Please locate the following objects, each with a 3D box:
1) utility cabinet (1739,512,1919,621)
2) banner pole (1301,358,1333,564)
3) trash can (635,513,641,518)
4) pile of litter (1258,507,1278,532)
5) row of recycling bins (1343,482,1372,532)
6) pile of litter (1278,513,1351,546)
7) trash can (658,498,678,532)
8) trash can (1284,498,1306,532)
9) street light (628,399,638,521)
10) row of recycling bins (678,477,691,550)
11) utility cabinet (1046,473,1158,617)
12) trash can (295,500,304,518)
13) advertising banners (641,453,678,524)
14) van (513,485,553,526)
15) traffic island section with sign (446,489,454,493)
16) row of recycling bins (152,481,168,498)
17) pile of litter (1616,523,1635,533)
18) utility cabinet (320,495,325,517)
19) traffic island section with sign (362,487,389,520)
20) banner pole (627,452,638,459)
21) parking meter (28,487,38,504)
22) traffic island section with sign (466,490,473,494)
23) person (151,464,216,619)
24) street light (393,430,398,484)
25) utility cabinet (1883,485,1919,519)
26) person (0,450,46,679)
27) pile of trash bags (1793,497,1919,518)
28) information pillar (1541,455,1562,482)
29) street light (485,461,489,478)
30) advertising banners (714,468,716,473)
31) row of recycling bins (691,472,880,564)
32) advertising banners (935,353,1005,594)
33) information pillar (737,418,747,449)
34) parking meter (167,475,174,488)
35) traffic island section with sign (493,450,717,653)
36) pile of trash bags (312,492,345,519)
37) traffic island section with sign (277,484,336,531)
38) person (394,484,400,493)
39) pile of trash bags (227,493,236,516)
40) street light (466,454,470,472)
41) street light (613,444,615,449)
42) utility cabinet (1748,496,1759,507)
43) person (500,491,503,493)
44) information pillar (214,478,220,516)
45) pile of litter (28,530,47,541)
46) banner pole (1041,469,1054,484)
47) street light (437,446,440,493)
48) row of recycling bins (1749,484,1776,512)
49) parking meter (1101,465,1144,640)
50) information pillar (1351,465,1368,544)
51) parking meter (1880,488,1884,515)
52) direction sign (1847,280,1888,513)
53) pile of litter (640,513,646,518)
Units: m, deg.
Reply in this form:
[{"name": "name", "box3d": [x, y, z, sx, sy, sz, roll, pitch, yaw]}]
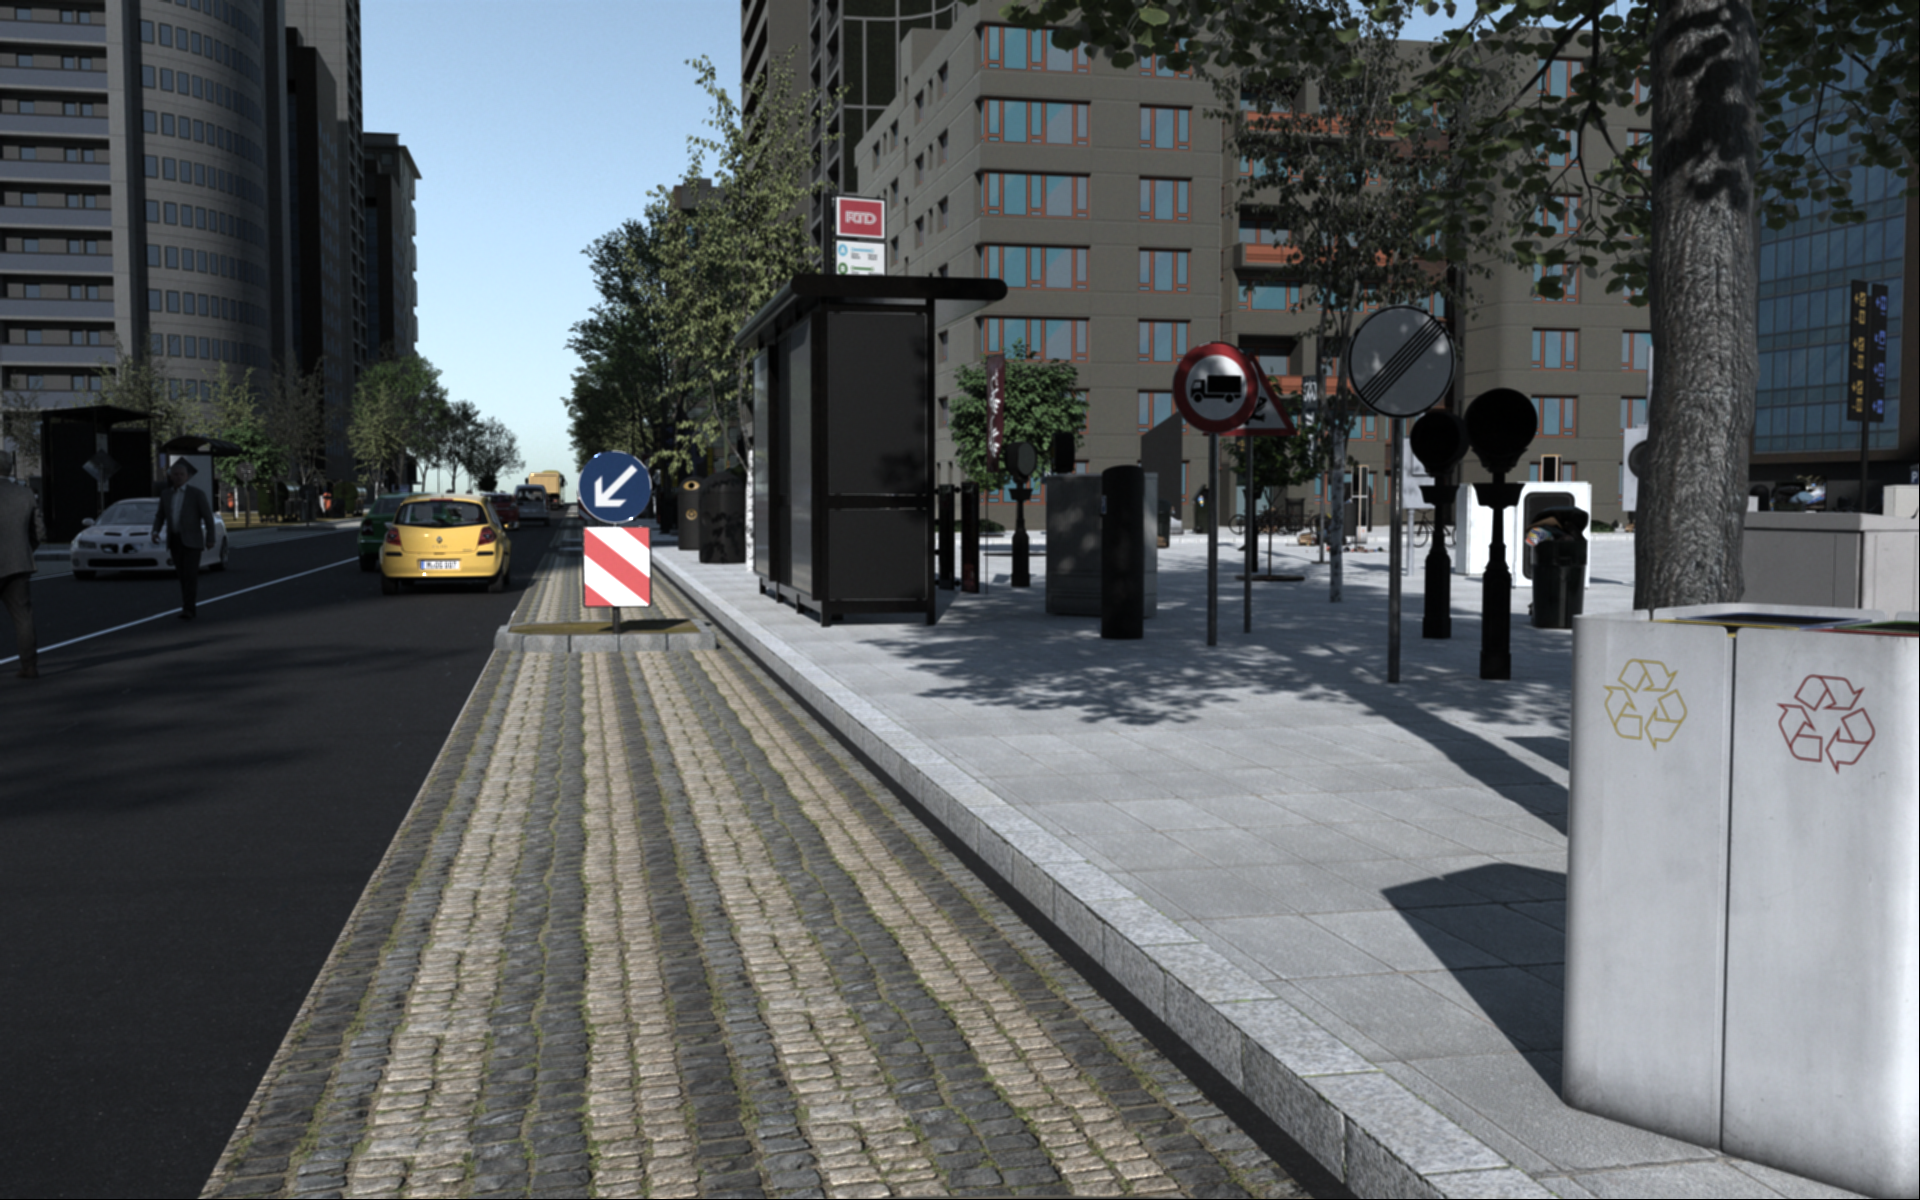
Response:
[{"name": "utility cabinet", "box3d": [3.034, 0.294, 6.361, 0.306, 1.237, 1.020, -1, 4, -15]}, {"name": "banner pole", "box3d": [6.580, -2.575, 32.115, 0.401, 3.779, 0.863, -2, 4, -28]}, {"name": "trash can", "box3d": [-17.191, -4.894, 91.664, 0.748, 1.137, 0.748, 0, 3, 0]}, {"name": "pile of litter", "box3d": [10.285, -2.726, 58.529, 1.176, 0.858, 1.719, 0, 4, 1]}, {"name": "row of recycling bins", "box3d": [13.594, -3.247, 60.197, 1.069, 1.692, 3.534, 0, 4, 4]}, {"name": "pile of litter", "box3d": [8.942, -1.791, 43.242, 1.719, 0.858, 1.176, 0, 4, 4]}, {"name": "trash can", "box3d": [-9.724, -2.828, 57.886, 0.748, 1.137, 0.748, 0, 3, 0]}, {"name": "trash can", "box3d": [11.454, -2.912, 59.263, 0.748, 1.137, 0.748, 0, 3, 0]}, {"name": "street light", "box3d": [-15.671, -6.751, 83.168, 0.468, 5.910, 1.993, -1, 4, -12]}, {"name": "row of recycling bins", "box3d": [-4.948, -1.957, 39.111, 3.534, 1.692, 1.069, 2, 4, 33]}, {"name": "utility cabinet", "box3d": [1.472, -0.579, 18.140, 1.173, 1.500, 0.318, 2, 4, 34]}, {"name": "trash can", "box3d": [-35.859, -5.052, 94.253, 0.748, 1.137, 0.748, 0, 3, 0]}, {"name": "advertising banners", "box3d": [-12.809, -4.785, 74.421, 2.074, 3.025, 0.090, 1, 4, 23]}, {"name": "van", "box3d": [-19.312, -4.336, 77.903, 2.013, 2.044, 4.112, -1, 4, -14]}, {"name": "traffic island section with sign", "box3d": [-42.338, -8.273, 143.893, 1.989, 1.847, 2.006, -1, 4, -12]}, {"name": "row of recycling bins", "box3d": [-26.001, -3.000, 56.160, 1.069, 1.692, 3.534, -2, 4, -30]}, {"name": "pile of litter", "box3d": [22.816, -2.696, 58.045, 1.719, 0.858, 1.176, 2, 4, 24]}, {"name": "utility cabinet", "box3d": [-34.414, -5.036, 93.502, 0.306, 1.237, 1.020, -1, 4, -21]}, {"name": "traffic island section with sign", "box3d": [-31.305, -5.221, 93.986, 1.989, 1.847, 2.006, -1, 4, -12]}, {"name": "banner pole", "box3d": [-19.781, -6.994, 104.375, 0.863, 3.779, 0.401, -1, 4, -14]}, {"name": "parking meter", "box3d": [-34.403, -3.416, 64.265, 0.372, 1.533, 0.369, 0, 3, 0]}, {"name": "traffic island section with sign", "box3d": [-48.155, -9.883, 170.216, 1.989, 1.847, 2.006, -1, 4, -12]}, {"name": "person", "box3d": [-8.903, -0.667, 19.809, 0.661, 1.777, 0.834, 0, 4, -7]}, {"name": "street light", "box3d": [-39.407, -9.063, 120.972, 0.468, 5.910, 1.993, -1, 4, -12]}, {"name": "utility cabinet", "box3d": [22.934, -2.049, 42.186, 1.173, 1.500, 0.318, -2, 4, -32]}, {"name": "person", "box3d": [-7.563, -0.285, 13.560, 0.834, 1.777, 0.661, 2, 4, 24]}, {"name": "pile of trash bags", "box3d": [14.327, -1.047, 26.870, 3.447, 1.369, 1.912, -1, 4, -22]}, {"name": "information pillar", "box3d": [11.114, -1.719, 32.602, 0.304, 2.012, 0.304, 2, 4, 32]}, {"name": "street light", "box3d": [-65.460, -16.319, 239.598, 0.468, 5.910, 1.993, -1, 4, -12]}, {"name": "advertising banners", "box3d": [-16.047, -7.394, 117.075, 2.074, 3.025, 0.090, -2, 4, -33]}, {"name": "row of recycling bins", "box3d": [-3.170, -1.568, 32.744, 3.534, 1.692, 1.069, -2, 4, -26]}, {"name": "advertising banners", "box3d": [0.122, -1.612, 22.536, 0.090, 3.025, 2.074, -2, 4, -25]}, {"name": "information pillar", "box3d": [-6.715, -3.796, 53.419, 0.183, 3.616, 0.504, -3, 4, -38]}, {"name": "parking meter", "box3d": [-24.486, -2.956, 54.041, 0.399, 1.863, 0.255, -2, 4, -29]}, {"name": "traffic island section with sign", "box3d": [-3.406, -0.483, 16.518, 1.989, 1.847, 2.006, -1, 4, -12]}, {"name": "pile of trash bags", "box3d": [-33.116, -4.939, 90.502, 1.912, 1.369, 3.447, -2, 4, -24]}, {"name": "traffic island section with sign", "box3d": [-25.494, -3.611, 67.662, 1.989, 1.847, 2.006, -1, 4, -12]}, {"name": "person", "box3d": [-20.405, -3.307, 62.849, 0.678, 1.792, 0.850, -3, 5, -43]}, {"name": "pile of trash bags", "box3d": [-43.846, -5.567, 100.768, 3.447, 1.369, 1.912, -2, 4, -29]}, {"name": "street light", "box3d": [-57.218, -14.007, 201.806, 0.468, 5.910, 1.993, -1, 4, -12]}, {"name": "street light", "box3d": [-24.269, -9.094, 121.467, 0.468, 5.910, 1.993, -1, 4, -12]}, {"name": "utility cabinet", "box3d": [26.817, -2.926, 59.004, 1.020, 1.237, 0.306, -3, 5, -40]}, {"name": "person", "box3d": [-40.033, -8.671, 150.957, 1.217, 1.739, 0.721, 2, 4, 24]}, {"name": "information pillar", "box3d": [-34.553, -4.643, 80.412, 0.304, 2.012, 0.304, -3, 5, -39]}, {"name": "pile of litter", "box3d": [-25.656, -2.044, 47.388, 1.176, 0.858, 1.719, -2, 4, -27]}, {"name": "banner pole", "box3d": [2.785, -3.817, 52.417, 0.863, 3.779, 0.401, -2, 4, -32]}, {"name": "street light", "box3d": [-47.641, -11.340, 158.193, 0.468, 5.910, 1.993, -1, 4, -12]}, {"name": "row of recycling bins", "box3d": [46.149, -5.567, 98.127, 1.069, 1.692, 3.534, -1, 4, -13]}, {"name": "parking meter", "box3d": [1.447, -0.428, 15.403, 0.372, 1.533, 0.369, 0, 3, 0]}, {"name": "information pillar", "box3d": [10.290, -2.454, 44.612, 0.304, 2.012, 0.304, -2, 4, -35]}, {"name": "parking meter", "box3d": [37.186, -3.742, 69.587, 0.372, 1.533, 0.369, 0, 3, 0]}, {"name": "direction sign", "box3d": [9.744, -1.630, 18.653, 0.876, 3.537, 0.379, -3, 5, -41]}, {"name": "pile of litter", "box3d": [-17.605, -4.874, 93.647, 1.176, 0.858, 1.719, -2, 4, -30]}]
